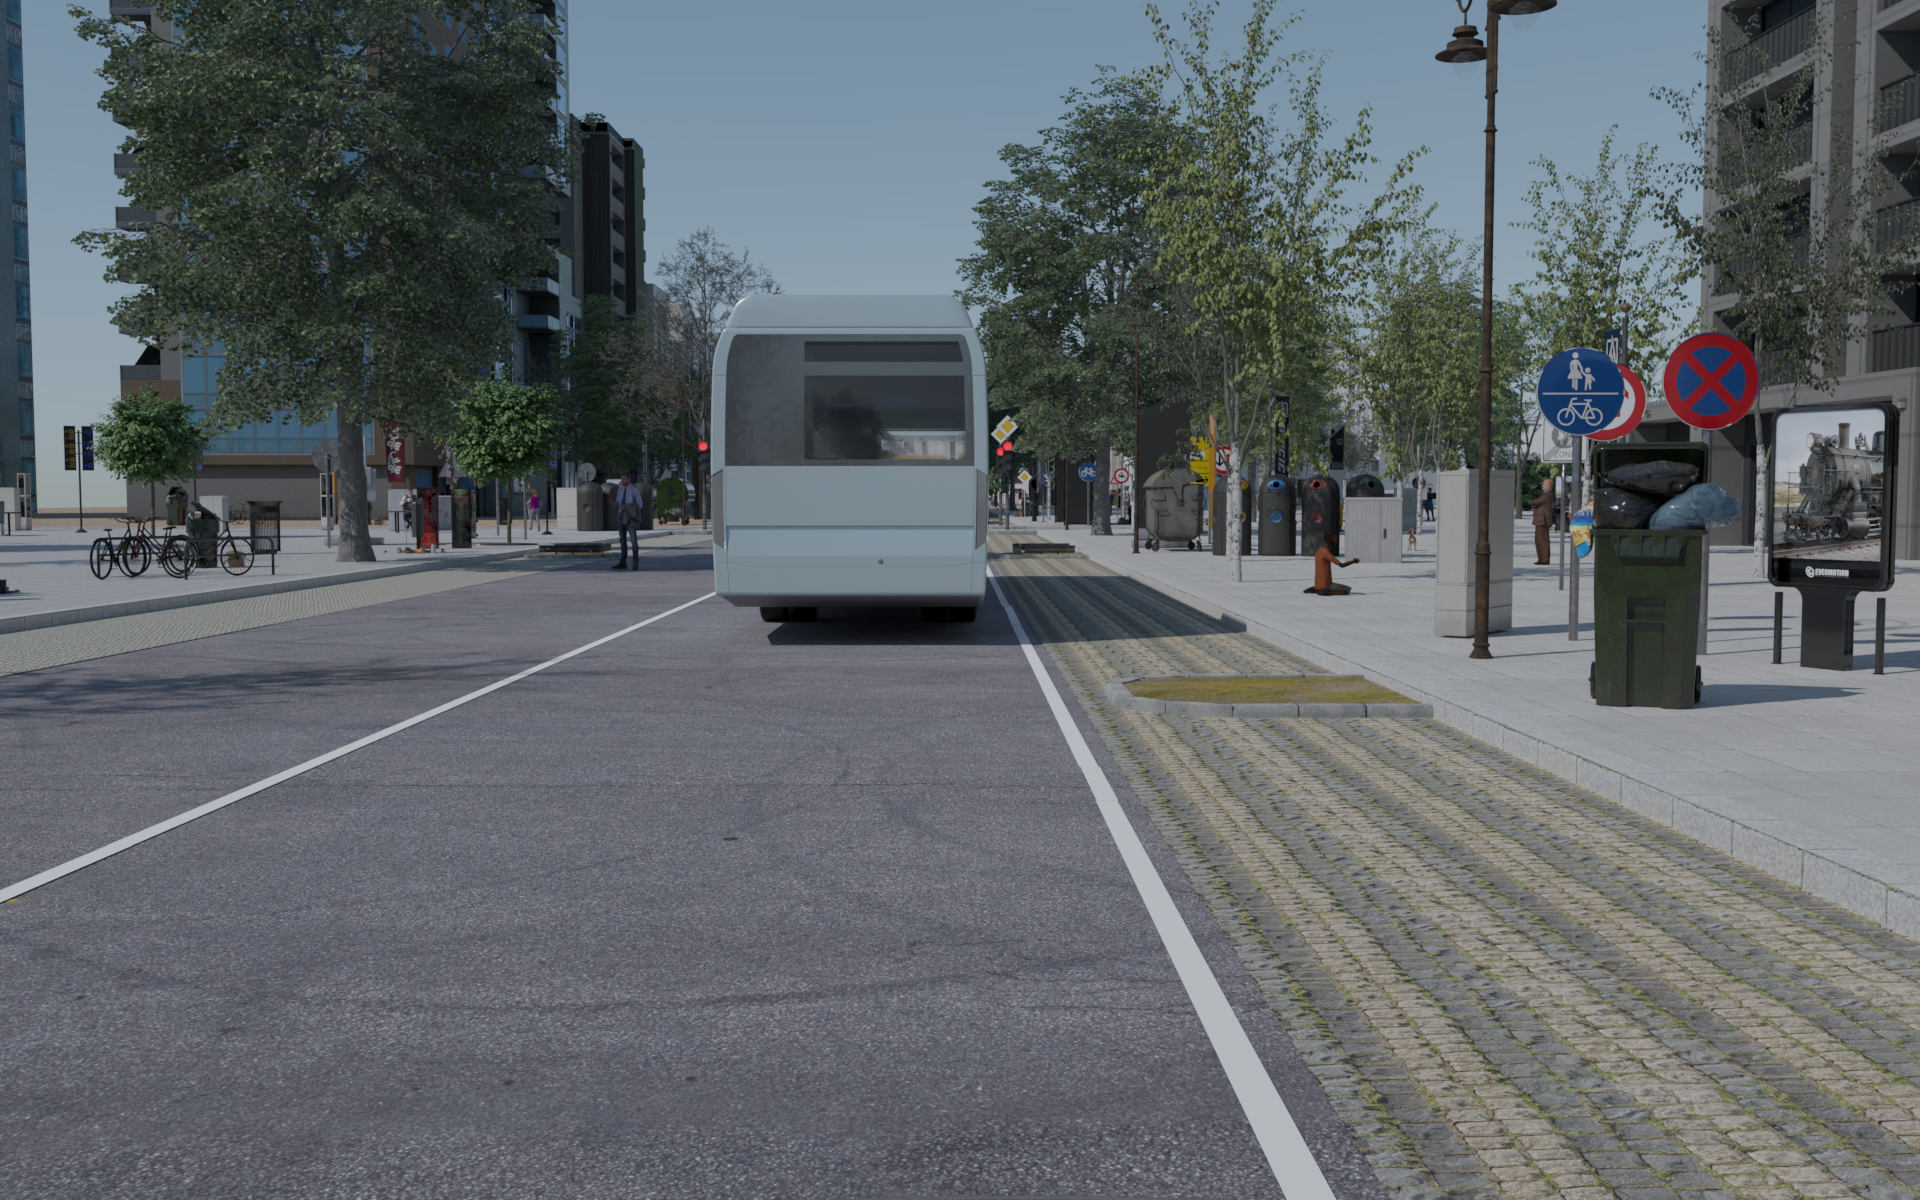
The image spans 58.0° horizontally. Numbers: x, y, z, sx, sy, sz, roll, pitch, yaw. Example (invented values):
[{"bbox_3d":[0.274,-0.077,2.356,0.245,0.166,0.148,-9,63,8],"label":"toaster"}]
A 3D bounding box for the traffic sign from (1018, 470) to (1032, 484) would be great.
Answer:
[{"bbox_3d":[3.542,-5.780,94.231,0.795,2.593,0.064,0,4,1],"label":"traffic sign"}]

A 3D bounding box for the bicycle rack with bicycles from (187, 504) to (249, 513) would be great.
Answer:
[{"bbox_3d":[-31.148,-3.637,72.851,2.925,0.926,2.852,2,4,24],"label":"bicycle rack with bicycles"}]

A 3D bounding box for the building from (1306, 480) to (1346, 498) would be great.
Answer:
[{"bbox_3d":[47.930,-18.642,246.936,28.070,9.664,9.099,0,4,0],"label":"building"}]

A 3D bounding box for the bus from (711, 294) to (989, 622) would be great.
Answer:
[{"bbox_3d":[-1.030,-1.696,22.595,2.948,3.499,13.247,0,3,0],"label":"bus"}]

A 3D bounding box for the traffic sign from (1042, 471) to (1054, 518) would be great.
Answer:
[{"bbox_3d":[4.706,-5.723,93.673,0.768,2.556,0.104,0,4,7],"label":"traffic sign"}]

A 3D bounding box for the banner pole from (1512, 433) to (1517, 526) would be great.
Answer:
[{"bbox_3d":[22.618,-4.945,70.875,0.401,3.779,0.863,1,4,18],"label":"banner pole"}]

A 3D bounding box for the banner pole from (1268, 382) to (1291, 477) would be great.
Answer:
[{"bbox_3d":[7.095,-2.982,38.767,0.863,3.779,0.401,-3,4,-38],"label":"banner pole"}]

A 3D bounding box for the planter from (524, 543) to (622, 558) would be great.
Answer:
[{"bbox_3d":[-8.664,-1.107,39.244,1.991,0.319,1.994,0,4,0],"label":"planter"}]

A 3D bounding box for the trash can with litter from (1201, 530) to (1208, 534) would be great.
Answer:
[{"bbox_3d":[7.800,-2.803,56.884,1.678,1.210,2.233,0,4,-6],"label":"trash can with litter"}]

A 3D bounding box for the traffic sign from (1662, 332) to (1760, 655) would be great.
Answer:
[{"bbox_3d":[5.912,-0.833,13.732,0.768,2.556,0.104,0,4,0],"label":"traffic sign"}]

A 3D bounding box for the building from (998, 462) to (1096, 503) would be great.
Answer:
[{"bbox_3d":[19.287,-18.662,247.262,28.070,9.664,9.099,0,4,0],"label":"building"}]

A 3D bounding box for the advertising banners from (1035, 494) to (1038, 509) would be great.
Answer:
[{"bbox_3d":[6.946,-8.738,139.058,2.074,3.025,0.090,-1,4,-14],"label":"advertising banners"}]

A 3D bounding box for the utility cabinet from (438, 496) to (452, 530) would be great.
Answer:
[{"bbox_3d":[-18.374,-3.059,61.174,1.020,1.237,0.306,-2,4,-32],"label":"utility cabinet"}]

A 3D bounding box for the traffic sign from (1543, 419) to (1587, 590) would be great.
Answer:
[{"bbox_3d":[8.009,-1.276,22.999,0.606,2.300,0.079,0,4,4],"label":"traffic sign"}]

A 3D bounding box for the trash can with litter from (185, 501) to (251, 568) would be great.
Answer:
[{"bbox_3d":[-12.939,-1.151,30.213,1.055,1.170,0.624,-1,4,-21],"label":"trash can with litter"}]

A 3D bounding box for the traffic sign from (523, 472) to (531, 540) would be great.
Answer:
[{"bbox_3d":[-12.165,-2.955,48.426,0.768,2.556,0.104,0,4,7],"label":"traffic sign"}]

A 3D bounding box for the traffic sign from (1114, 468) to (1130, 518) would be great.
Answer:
[{"bbox_3d":[7.866,-5.152,84.335,0.768,2.556,0.104,1,4,8],"label":"traffic sign"}]

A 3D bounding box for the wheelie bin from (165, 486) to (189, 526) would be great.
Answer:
[{"bbox_3d":[-31.773,-3.820,70.363,0.693,1.594,0.980,1,4,13],"label":"wheelie bin"}]

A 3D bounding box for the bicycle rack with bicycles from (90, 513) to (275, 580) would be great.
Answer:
[{"bbox_3d":[-12.241,-0.828,26.916,2.852,0.926,2.925,2,4,23],"label":"bicycle rack with bicycles"}]

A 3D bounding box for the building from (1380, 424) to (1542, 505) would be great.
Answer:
[{"bbox_3d":[61.365,-15.953,202.975,28.070,9.664,9.099,0,4,0],"label":"building"}]

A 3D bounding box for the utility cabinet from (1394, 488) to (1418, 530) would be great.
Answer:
[{"bbox_3d":[15.704,-3.200,61.006,0.318,1.500,1.173,3,5,43],"label":"utility cabinet"}]

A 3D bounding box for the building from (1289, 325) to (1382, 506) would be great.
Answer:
[{"bbox_3d":[41.249,-21.027,200.209,11.380,20.091,16.016,0,4,0],"label":"building"}]

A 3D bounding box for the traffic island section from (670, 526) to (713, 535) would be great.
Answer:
[{"bbox_3d":[-9.129,-2.419,61.834,2.009,0.180,2.903,0,4,0],"label":"traffic island section"}]

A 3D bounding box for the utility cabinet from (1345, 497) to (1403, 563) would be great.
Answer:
[{"bbox_3d":[7.696,-1.288,32.222,1.020,1.237,0.306,1,4,9],"label":"utility cabinet"}]

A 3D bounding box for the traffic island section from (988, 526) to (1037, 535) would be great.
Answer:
[{"bbox_3d":[1.713,-2.423,61.897,2.009,0.180,2.903,0,4,0],"label":"traffic island section"}]

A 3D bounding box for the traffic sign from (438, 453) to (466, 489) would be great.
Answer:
[{"bbox_3d":[-15.689,-3.274,53.535,0.884,2.594,0.081,0,4,2],"label":"traffic sign"}]

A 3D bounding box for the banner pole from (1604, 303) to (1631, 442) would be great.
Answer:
[{"bbox_3d":[8.710,-2.019,23.030,0.401,3.779,0.863,0,4,-3],"label":"banner pole"}]

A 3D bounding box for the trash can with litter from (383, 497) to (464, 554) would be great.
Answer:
[{"bbox_3d":[-11.814,-1.654,38.108,1.678,1.210,2.233,-1,4,-16],"label":"trash can with litter"}]

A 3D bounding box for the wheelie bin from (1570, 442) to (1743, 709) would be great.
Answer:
[{"bbox_3d":[4.215,-0.161,10.537,0.980,1.594,0.693,1,4,22],"label":"wheelie bin"}]

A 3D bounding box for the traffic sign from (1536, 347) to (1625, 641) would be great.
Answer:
[{"bbox_3d":[5.368,-0.916,15.083,0.768,2.556,0.104,0,4,1],"label":"traffic sign"}]

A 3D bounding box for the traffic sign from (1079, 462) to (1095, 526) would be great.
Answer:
[{"bbox_3d":[5.150,-4.245,69.516,0.768,2.556,0.104,0,4,1],"label":"traffic sign"}]

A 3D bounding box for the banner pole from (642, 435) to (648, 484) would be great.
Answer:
[{"bbox_3d":[-13.238,-5.065,72.828,0.401,3.779,0.863,0,4,7],"label":"banner pole"}]

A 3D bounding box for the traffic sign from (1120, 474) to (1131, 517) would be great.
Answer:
[{"bbox_3d":[8.129,-5.078,85.157,0.606,2.300,0.079,0,4,1],"label":"traffic sign"}]

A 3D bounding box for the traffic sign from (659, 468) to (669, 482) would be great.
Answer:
[{"bbox_3d":[-14.671,-5.295,86.577,0.884,2.594,0.081,0,4,4],"label":"traffic sign"}]

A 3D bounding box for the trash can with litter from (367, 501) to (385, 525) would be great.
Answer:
[{"bbox_3d":[-24.282,-3.674,71.456,1.055,1.170,0.624,0,4,-4],"label":"trash can with litter"}]

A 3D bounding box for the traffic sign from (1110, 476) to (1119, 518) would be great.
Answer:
[{"bbox_3d":[8.276,-5.563,90.964,0.884,2.594,0.081,0,4,5],"label":"traffic sign"}]

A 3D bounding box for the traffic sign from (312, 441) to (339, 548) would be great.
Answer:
[{"bbox_3d":[-15.045,-2.515,41.231,0.768,2.556,0.104,0,4,1],"label":"traffic sign"}]

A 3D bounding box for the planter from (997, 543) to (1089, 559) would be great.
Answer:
[{"bbox_3d":[1.846,-1.102,39.151,1.991,0.319,1.994,0,4,0],"label":"planter"}]

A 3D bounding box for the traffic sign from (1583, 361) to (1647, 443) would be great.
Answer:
[{"bbox_3d":[6.175,-1.013,16.661,0.768,2.556,0.104,1,4,9],"label":"traffic sign"}]

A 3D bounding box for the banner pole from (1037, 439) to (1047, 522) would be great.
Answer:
[{"bbox_3d":[3.686,-5.432,78.824,0.401,3.779,0.863,2,4,33],"label":"banner pole"}]

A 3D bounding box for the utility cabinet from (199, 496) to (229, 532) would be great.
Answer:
[{"bbox_3d":[-25.488,-2.937,59.185,1.020,1.237,0.306,1,4,22],"label":"utility cabinet"}]

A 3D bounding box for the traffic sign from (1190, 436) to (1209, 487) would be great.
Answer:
[{"bbox_3d":[7.790,-4.111,61.088,2.265,3.308,0.079,0,4,7],"label":"traffic sign"}]

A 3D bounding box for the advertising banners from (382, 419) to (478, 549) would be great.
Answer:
[{"bbox_3d":[-12.406,-2.706,40.433,2.074,3.025,0.090,-1,4,-19],"label":"advertising banners"}]

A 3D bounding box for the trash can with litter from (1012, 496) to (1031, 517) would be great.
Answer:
[{"bbox_3d":[3.491,-5.281,97.735,1.055,1.170,0.624,1,4,16],"label":"trash can with litter"}]

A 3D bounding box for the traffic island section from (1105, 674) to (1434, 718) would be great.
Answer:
[{"bbox_3d":[2.027,0.664,12.002,1.991,0.108,1.994,0,4,0],"label":"traffic island section"}]

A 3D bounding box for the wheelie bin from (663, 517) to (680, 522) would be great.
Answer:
[{"bbox_3d":[-13.241,-4.398,79.820,0.980,1.594,0.693,-3,5,-42],"label":"wheelie bin"}]

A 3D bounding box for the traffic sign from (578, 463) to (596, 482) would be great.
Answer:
[{"bbox_3d":[-15.231,-4.316,70.673,0.768,2.556,0.104,0,4,8],"label":"traffic sign"}]

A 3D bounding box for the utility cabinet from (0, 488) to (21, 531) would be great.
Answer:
[{"bbox_3d":[-33.229,-3.147,60.133,1.173,1.500,0.318,1,4,10],"label":"utility cabinet"}]

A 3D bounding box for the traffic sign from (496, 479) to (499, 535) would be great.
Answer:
[{"bbox_3d":[-14.340,-3.277,53.688,0.768,2.556,0.104,0,4,2],"label":"traffic sign"}]

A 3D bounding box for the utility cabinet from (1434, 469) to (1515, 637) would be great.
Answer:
[{"bbox_3d":[4.705,-0.438,15.844,0.318,1.500,1.173,3,4,37],"label":"utility cabinet"}]

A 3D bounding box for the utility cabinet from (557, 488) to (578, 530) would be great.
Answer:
[{"bbox_3d":[-13.968,-3.267,62.087,1.173,1.500,0.318,3,5,41],"label":"utility cabinet"}]

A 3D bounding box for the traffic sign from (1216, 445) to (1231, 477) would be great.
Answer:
[{"bbox_3d":[6.870,-2.755,45.143,0.768,2.556,0.104,0,4,5],"label":"traffic sign"}]
